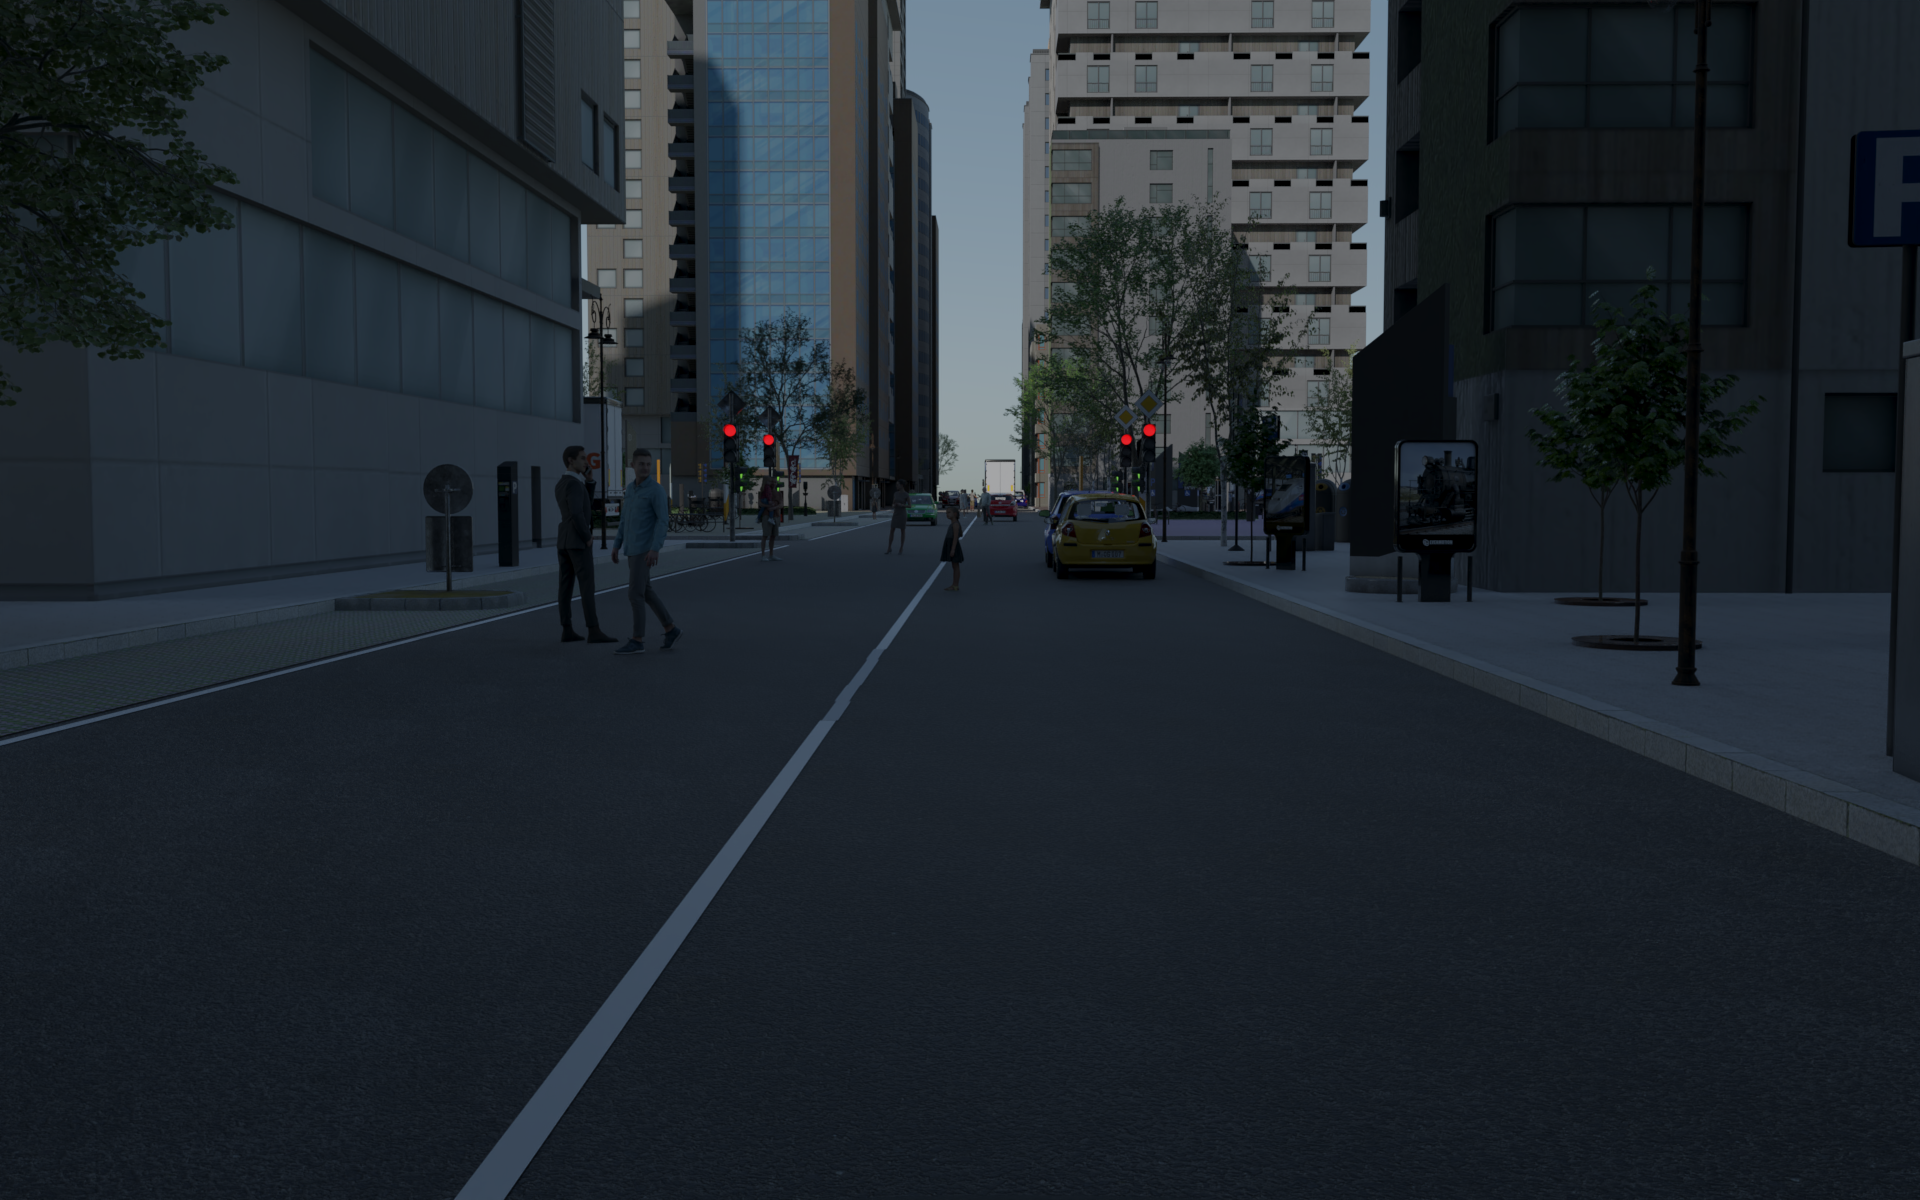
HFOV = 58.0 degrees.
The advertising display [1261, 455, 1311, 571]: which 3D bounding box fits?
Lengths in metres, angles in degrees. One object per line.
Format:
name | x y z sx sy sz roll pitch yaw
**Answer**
advertising display | 5.519 -1.472 29.284 0.123 1.923 0.974 -2 4 -35

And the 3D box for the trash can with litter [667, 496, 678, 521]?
trash can with litter | -13.670 -4.246 80.481 1.678 1.210 2.233 0 4 -7

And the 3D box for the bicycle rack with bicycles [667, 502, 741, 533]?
bicycle rack with bicycles | -9.352 -2.749 58.326 2.925 0.926 2.852 -2 4 -33

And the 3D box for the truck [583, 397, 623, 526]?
truck | -15.741 -3.793 50.931 11.283 4.237 2.839 0 4 -1

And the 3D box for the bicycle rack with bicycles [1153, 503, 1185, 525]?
bicycle rack with bicycles | 7.646 -3.664 73.295 2.852 0.926 2.925 -1 4 -8

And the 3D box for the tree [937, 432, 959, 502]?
tree | -3.974 -22.240 289.383 9.928 11.665 9.643 0 3 0

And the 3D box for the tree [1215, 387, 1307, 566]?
tree | 5.410 -2.241 31.249 1.663 3.219 1.824 0 3 0

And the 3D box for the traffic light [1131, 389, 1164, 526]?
traffic light | 5.034 -3.519 46.458 0.839 4.253 0.868 0 4 1

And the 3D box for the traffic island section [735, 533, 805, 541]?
traffic island section | -6.014 -1.987 54.772 2.009 0.180 2.903 0 4 1

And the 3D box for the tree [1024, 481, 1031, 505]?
tree | 8.596 -13.375 213.288 1.663 3.219 1.824 0 3 0

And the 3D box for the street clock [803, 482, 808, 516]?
street clock | -8.931 -5.844 100.112 0.358 2.002 0.471 0 4 0

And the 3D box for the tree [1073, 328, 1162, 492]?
tree | 6.891 -7.770 77.403 4.737 8.622 4.395 0 3 0

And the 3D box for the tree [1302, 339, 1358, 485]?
tree | 18.264 -8.112 82.994 4.737 8.622 4.395 0 3 0

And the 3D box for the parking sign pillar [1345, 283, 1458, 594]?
parking sign pillar | 5.818 -2.096 22.738 1.447 3.967 1.447 3 5 40

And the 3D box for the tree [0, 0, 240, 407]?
tree | -9.895 -5.843 13.664 7.486 12.596 7.792 0 3 0

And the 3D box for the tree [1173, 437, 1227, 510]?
tree | 13.615 -6.936 97.125 4.285 4.588 4.351 0 3 0

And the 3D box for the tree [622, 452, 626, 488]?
tree | -23.008 -8.025 114.914 4.285 4.588 4.351 0 3 0

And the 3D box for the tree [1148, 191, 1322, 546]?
tree | 6.506 -5.611 42.101 4.360 8.622 3.978 0 3 0

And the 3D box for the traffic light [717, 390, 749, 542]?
traffic light | -6.126 -3.531 46.653 0.839 4.253 0.868 0 4 1

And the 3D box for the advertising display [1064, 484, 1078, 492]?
advertising display | 7.448 -6.809 116.545 0.974 1.923 0.123 -1 4 -14

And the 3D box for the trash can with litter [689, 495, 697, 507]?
trash can with litter | -17.838 -6.570 118.477 2.233 1.210 1.678 -1 4 -12

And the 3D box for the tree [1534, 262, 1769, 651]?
tree | 5.851 -1.218 14.515 1.663 3.219 1.824 0 3 0

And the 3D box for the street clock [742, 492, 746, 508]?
street clock | -16.207 -7.670 129.970 0.358 2.002 0.471 -1 4 -11

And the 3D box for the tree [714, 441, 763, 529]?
tree | -8.015 -4.202 63.311 1.663 3.219 1.824 0 3 0

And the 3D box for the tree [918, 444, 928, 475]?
tree | -6.182 -15.527 204.227 4.360 8.622 3.978 0 3 0

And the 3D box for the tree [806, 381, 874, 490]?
tree | -7.654 -9.771 110.126 4.737 8.622 4.395 0 3 0

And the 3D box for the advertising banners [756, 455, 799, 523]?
advertising banners | -8.149 -4.973 77.489 2.074 3.025 0.090 1 4 16

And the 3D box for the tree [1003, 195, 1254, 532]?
tree | 6.136 -8.167 59.286 9.928 11.665 9.643 0 3 0

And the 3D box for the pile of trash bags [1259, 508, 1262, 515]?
pile of trash bags | 19.106 -5.826 105.004 3.447 1.369 1.912 1 4 13

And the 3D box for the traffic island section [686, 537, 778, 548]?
traffic island section | -6.166 -1.499 46.788 2.009 0.180 2.903 0 4 1

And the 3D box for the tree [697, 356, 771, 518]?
tree | -11.981 -8.668 92.092 4.360 8.622 3.978 0 3 0

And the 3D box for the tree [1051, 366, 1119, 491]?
tree | 7.466 -9.072 98.682 4.360 8.622 3.978 0 3 0

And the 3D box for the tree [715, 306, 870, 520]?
tree | -8.211 -9.223 85.212 8.767 10.594 7.601 1 4 15

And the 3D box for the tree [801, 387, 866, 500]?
tree | -8.251 -10.132 116.023 4.360 8.622 3.978 0 3 0

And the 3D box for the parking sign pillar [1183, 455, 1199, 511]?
parking sign pillar | 14.343 -7.362 108.840 1.447 3.967 1.447 1 4 22

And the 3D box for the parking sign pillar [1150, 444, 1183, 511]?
parking sign pillar | 10.799 -6.386 92.876 1.447 3.967 1.447 -3 4 -39

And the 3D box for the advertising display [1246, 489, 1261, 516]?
advertising display | 15.116 -5.106 88.700 0.974 1.923 0.123 -1 4 -17

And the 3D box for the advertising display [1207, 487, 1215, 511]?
advertising display | 16.894 -6.785 116.151 0.123 1.923 0.974 -2 4 -31

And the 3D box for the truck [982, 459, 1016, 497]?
truck | 3.289 -9.537 144.850 2.839 4.237 11.283 0 4 1

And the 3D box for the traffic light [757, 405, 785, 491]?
traffic light | -5.974 -4.019 54.637 0.839 4.253 0.868 0 4 1

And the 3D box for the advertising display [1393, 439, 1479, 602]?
advertising display | 5.636 -0.937 20.530 0.974 1.923 0.123 0 4 -4

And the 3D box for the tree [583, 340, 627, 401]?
tree | -17.626 -7.928 79.984 4.737 8.622 4.395 0 3 0

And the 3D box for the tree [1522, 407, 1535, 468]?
tree | 7.370 -1.566 20.210 1.663 3.219 1.824 0 3 0

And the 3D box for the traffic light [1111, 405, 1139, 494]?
traffic light | 5.185 -4.007 54.441 0.839 4.253 0.868 0 4 1
